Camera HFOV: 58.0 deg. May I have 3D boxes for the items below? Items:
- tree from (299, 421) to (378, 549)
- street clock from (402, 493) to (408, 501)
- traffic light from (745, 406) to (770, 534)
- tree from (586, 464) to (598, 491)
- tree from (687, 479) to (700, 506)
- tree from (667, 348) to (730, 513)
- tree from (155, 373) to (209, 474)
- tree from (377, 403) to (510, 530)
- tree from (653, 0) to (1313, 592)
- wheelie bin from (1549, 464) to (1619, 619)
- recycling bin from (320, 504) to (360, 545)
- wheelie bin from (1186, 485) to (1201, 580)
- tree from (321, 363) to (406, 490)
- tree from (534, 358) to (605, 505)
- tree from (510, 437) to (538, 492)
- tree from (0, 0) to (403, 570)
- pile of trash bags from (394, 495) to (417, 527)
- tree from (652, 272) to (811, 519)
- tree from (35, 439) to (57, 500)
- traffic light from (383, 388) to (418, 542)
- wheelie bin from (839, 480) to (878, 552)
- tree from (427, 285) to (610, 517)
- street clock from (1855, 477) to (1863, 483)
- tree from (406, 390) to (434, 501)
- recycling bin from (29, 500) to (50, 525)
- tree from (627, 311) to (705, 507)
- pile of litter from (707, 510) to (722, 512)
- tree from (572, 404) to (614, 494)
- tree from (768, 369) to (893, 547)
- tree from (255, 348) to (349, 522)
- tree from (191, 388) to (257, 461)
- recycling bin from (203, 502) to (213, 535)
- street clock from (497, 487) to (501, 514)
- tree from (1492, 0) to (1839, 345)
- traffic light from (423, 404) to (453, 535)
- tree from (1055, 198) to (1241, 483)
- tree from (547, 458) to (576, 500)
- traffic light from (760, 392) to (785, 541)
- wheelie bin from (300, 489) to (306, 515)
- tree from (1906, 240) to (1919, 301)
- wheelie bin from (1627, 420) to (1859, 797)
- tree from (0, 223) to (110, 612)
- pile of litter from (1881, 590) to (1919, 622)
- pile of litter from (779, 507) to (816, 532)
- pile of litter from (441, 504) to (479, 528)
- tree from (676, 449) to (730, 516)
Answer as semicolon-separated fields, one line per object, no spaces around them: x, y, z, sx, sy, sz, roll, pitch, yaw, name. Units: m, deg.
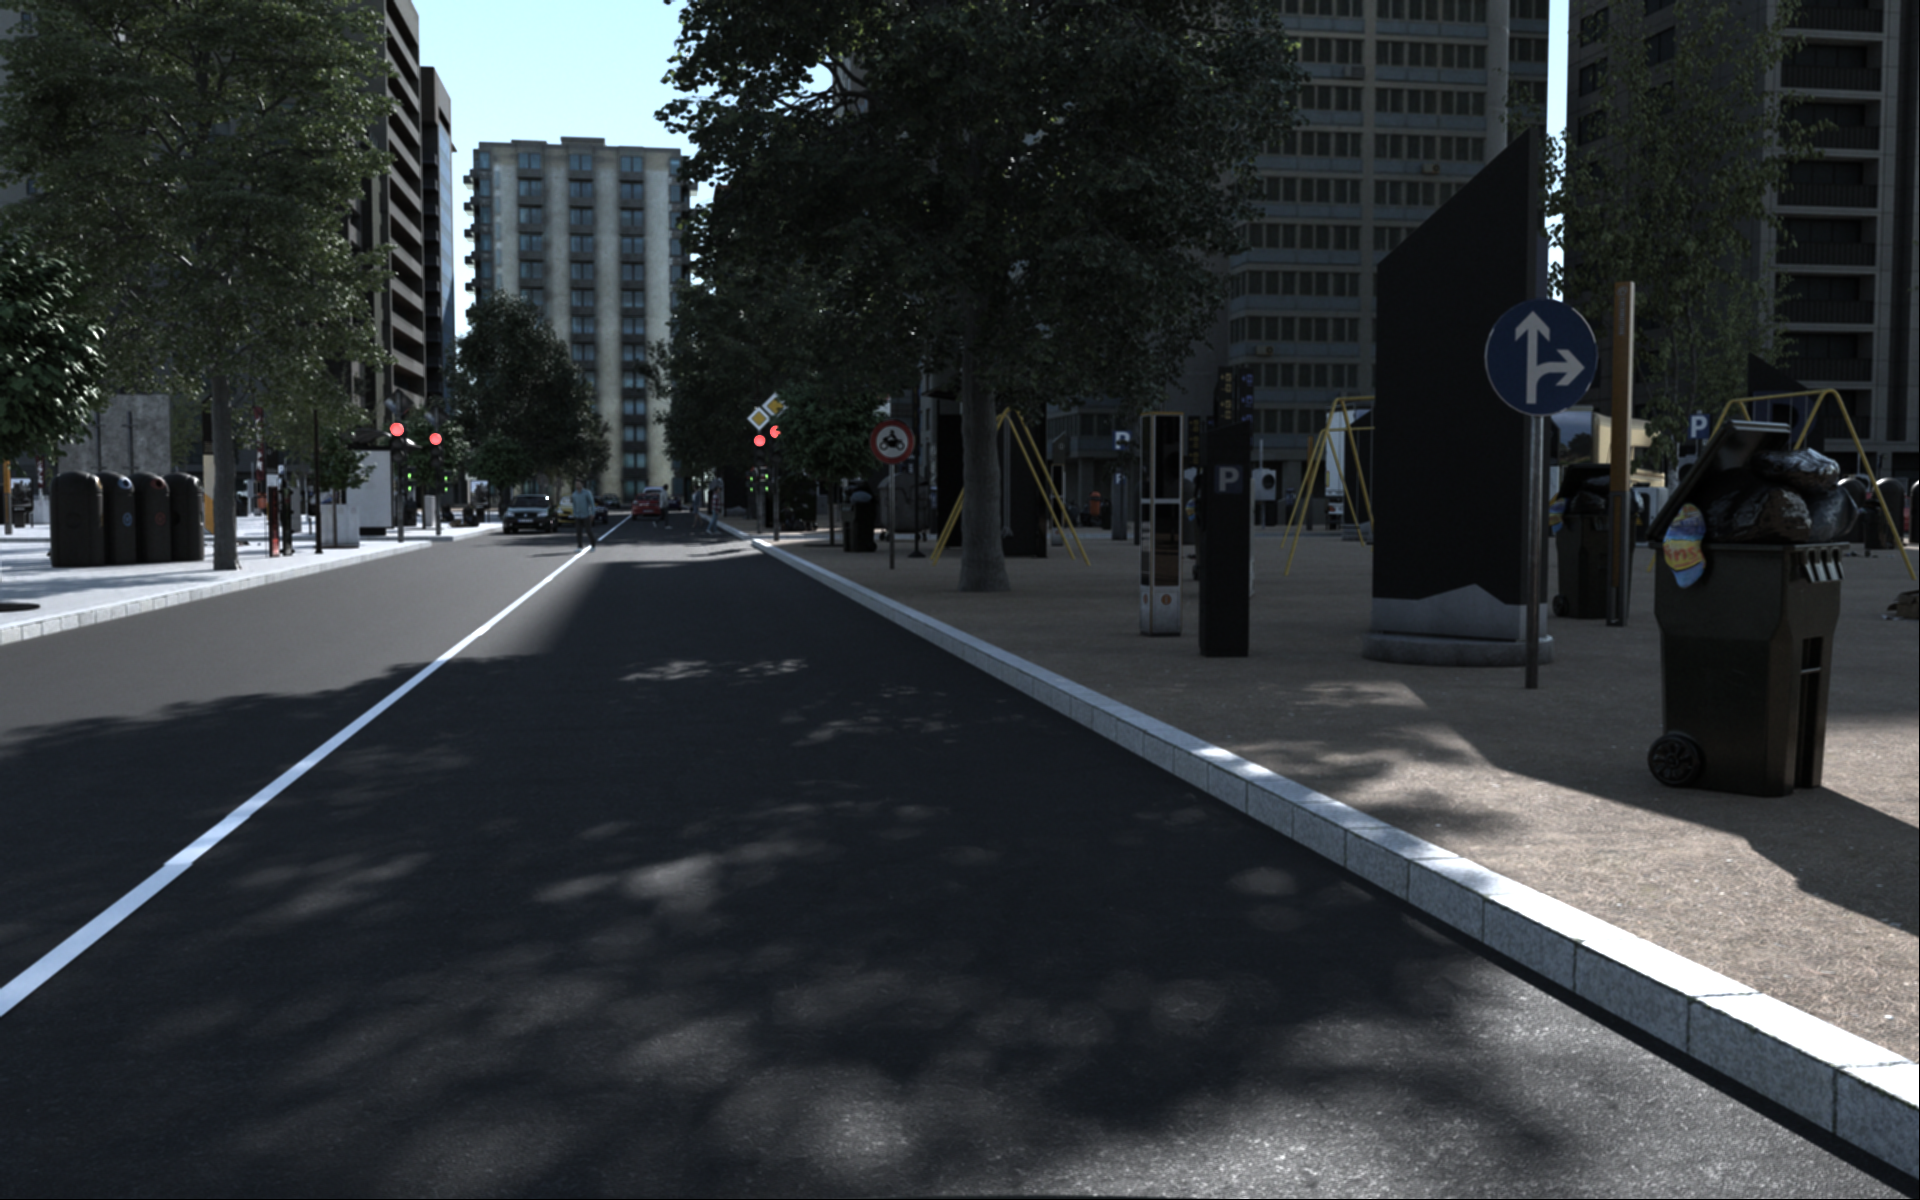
-14.756;-2.831;40.882;1.663;3.219;1.824;0;3;0;tree
-24.938;-4.490;77.976;0.471;2.002;0.358;2;4;34;street clock
-6.446;-4.071;55.487;0.839;4.253;0.868;-1;4;-10;traffic light
-41.814;-14.902;194.005;4.360;8.622;3.978;0;3;0;tree
-29.601;-12.200;194.069;1.663;3.219;1.824;0;3;0;tree
-16.427;-12.333;119.767;7.486;12.596;7.792;0;3;0;tree
-46.429;-9.326;102.850;4.737;8.622;4.395;0;3;0;tree
-19.384;-4.834;62.748;4.285;4.588;4.351;0;3;0;tree
0.328;-7.081;22.435;9.857;13.997;8.962;0;3;0;tree
6.619;-0.614;17.952;0.980;1.594;0.693;0;4;-8;wheelie bin
-15.695;-1.911;43.801;0.722;1.027;0.722;3;5;39;recycling bin
3.855;-1.084;25.638;0.980;1.594;0.693;0;4;-6;wheelie bin
-34.707;-9.050;98.335;4.360;8.622;3.978;0;3;0;tree
-33.291;-13.786;143.527;7.486;12.596;7.792;0;3;0;tree
-22.420;-6.186;84.853;4.285;4.588;4.351;0;3;0;tree
-12.705;-6.764;28.713;7.486;12.596;7.792;0;3;0;tree
-22.471;-3.593;68.493;1.912;1.369;3.447;-1;4;-14;pile of trash bags
-10.669;-10.431;87.551;9.611;12.733;9.660;0;3;0;tree
-47.549;-8.749;93.405;4.737;8.622;4.395;0;3;0;tree
-14.841;-3.486;45.912;0.839;4.253;0.868;-1;4;-10;traffic light
-2.243;-1.860;38.320;0.693;1.594;0.980;-3;4;-38;wheelie bin
-24.949;-10.905;95.305;9.611;12.733;9.660;0;3;0;tree
37.669;-4.175;72.835;0.471;2.002;0.358;0;4;-6;street clock
-38.557;-10.480;121.714;4.360;8.622;3.978;0;3;0;tree
-38.754;-3.705;73.135;0.722;1.027;0.722;1;4;8;recycling bin
-25.932;-19.095;168.100;12.611;20.169;13.585;0;3;0;tree
-17.460;-6.725;123.916;1.176;0.858;1.719;-1;4;-19;pile of litter
-34.365;-13.469;154.634;7.601;10.594;8.767;0;4;-1;tree
-3.116;-3.609;42.726;4.285;4.588;4.351;0;3;0;tree
-33.833;-8.476;88.939;4.737;8.622;4.395;0;3;0;tree
-50.382;-10.326;119.191;4.360;8.622;3.978;0;3;0;tree
-23.606;-2.585;54.813;0.722;1.027;0.722;2;4;24;recycling bin
-27.915;-6.161;105.296;0.358;2.002;0.471;2;4;31;street clock
9.110;-4.415;22.546;4.737;8.622;4.395;0;3;0;tree
-16.209;-3.967;53.780;0.839;4.253;0.868;-1;4;-10;traffic light
4.278;-5.437;39.262;4.360;8.622;3.978;0;3;0;tree
-31.306;-11.295;135.030;4.737;8.622;4.395;0;3;0;tree
-5.078;-3.590;47.619;0.839;4.253;0.868;-1;4;-10;traffic light
-41.222;-6.164;108.693;0.693;1.594;0.980;-1;4;-19;wheelie bin
24.274;-5.513;40.494;4.737;8.622;4.395;0;3;0;tree
3.485;0.018;7.610;0.980;1.594;0.693;-3;5;-42;wheelie bin
-11.017;-2.167;19.137;4.285;4.588;4.351;0;3;0;tree
10.184;-0.244;17.962;1.719;0.858;1.176;-1;4;-23;pile of litter
-5.772;-2.791;59.593;1.719;0.858;1.176;3;4;36;pile of litter
-19.355;-3.261;67.280;1.176;0.858;1.719;2;4;24;pile of litter
-14.104;-9.335;102.995;4.737;8.622;4.395;0;3;0;tree
